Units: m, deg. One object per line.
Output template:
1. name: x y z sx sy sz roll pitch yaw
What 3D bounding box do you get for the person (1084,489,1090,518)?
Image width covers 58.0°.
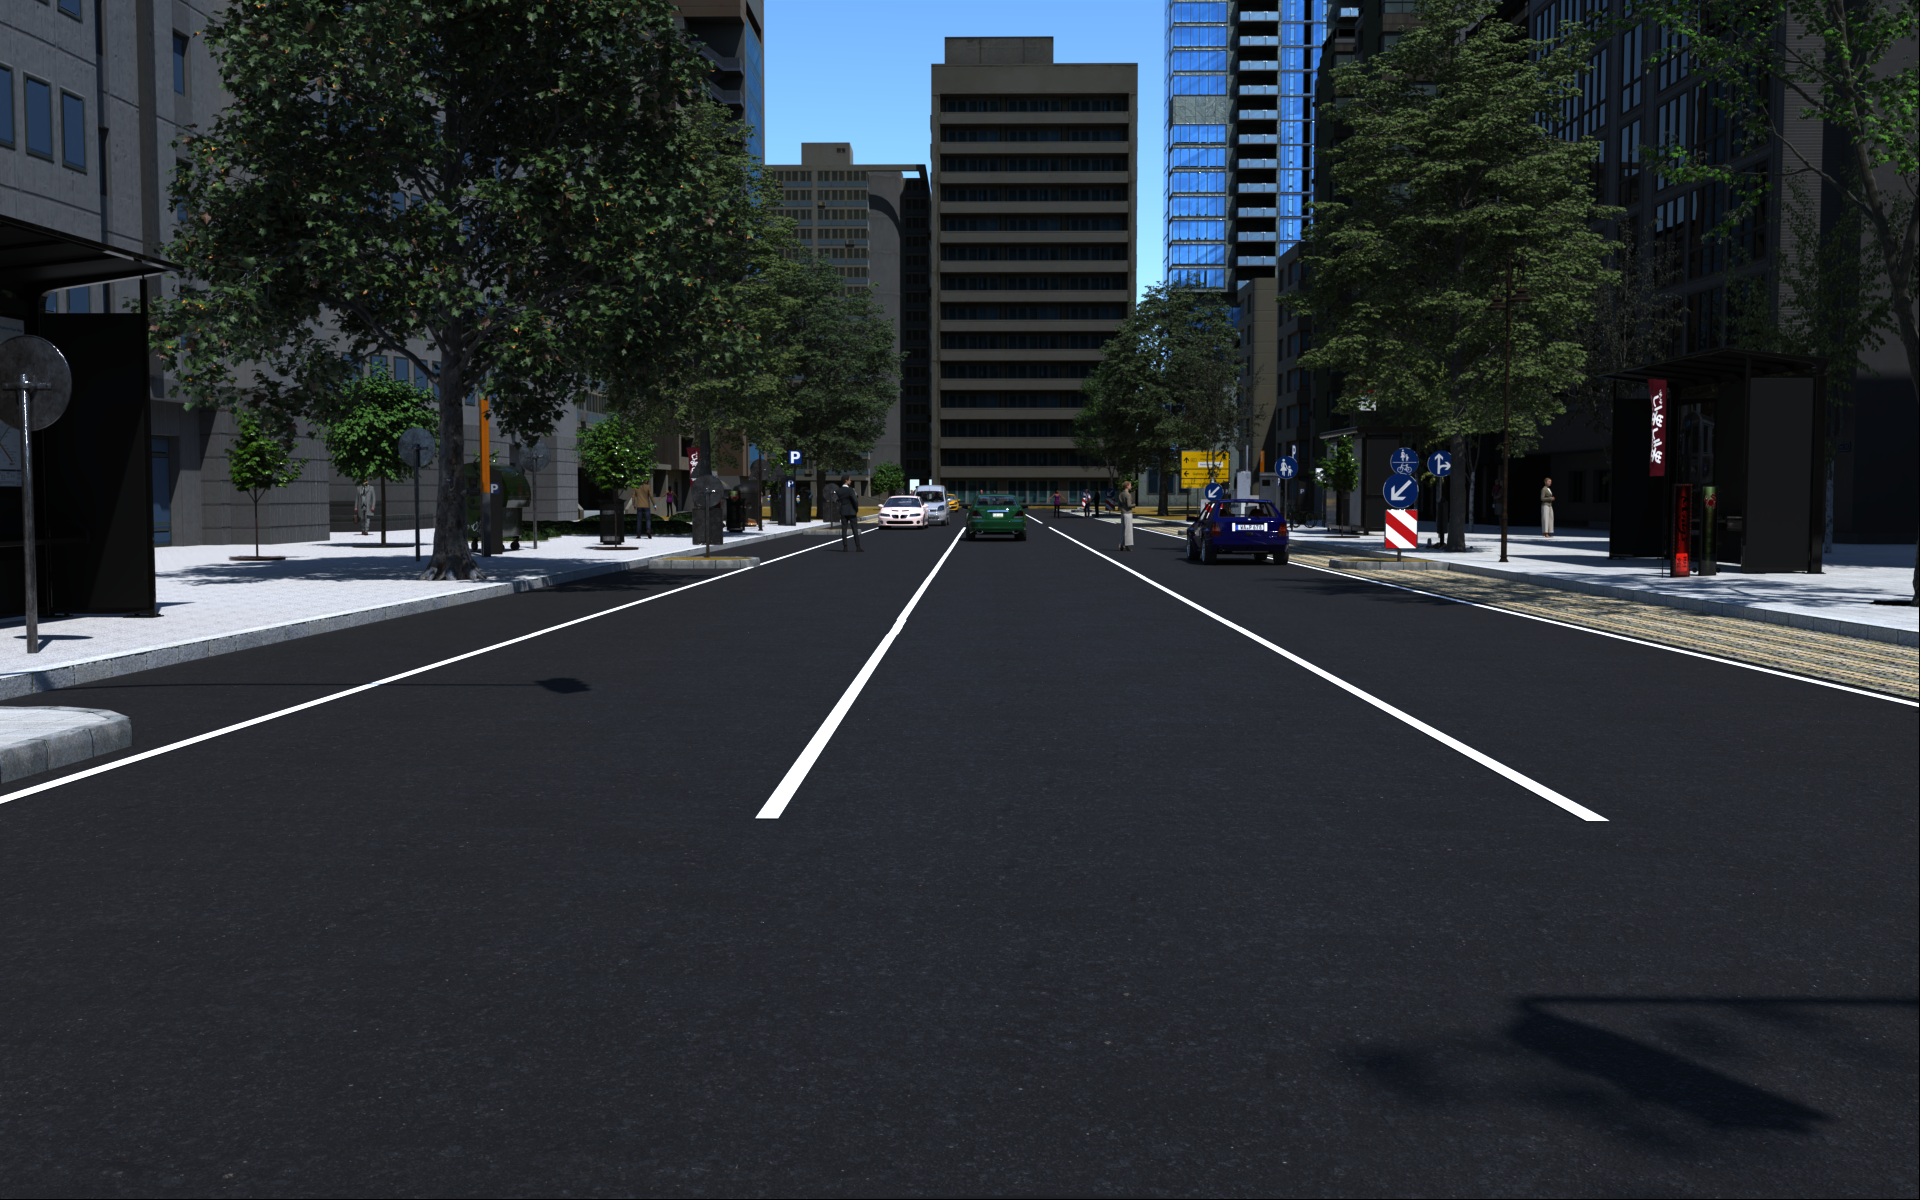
1. person: 7.433 -5.643 101.701 0.436 1.711 0.756 0 4 -1

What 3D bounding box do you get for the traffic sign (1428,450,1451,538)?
1. traffic sign: 14.071 -3.096 50.729 0.768 2.556 0.104 1 4 9

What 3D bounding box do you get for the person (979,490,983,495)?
1. person: 1.705 -7.902 138.242 0.990 1.755 0.434 2 4 35

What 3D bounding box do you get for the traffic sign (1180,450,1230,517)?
1. traffic sign: 11.396 -5.303 80.574 2.265 3.308 0.079 0 4 6

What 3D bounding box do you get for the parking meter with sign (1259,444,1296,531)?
1. parking meter with sign: 10.950 -3.975 61.258 1.738 3.016 0.543 2 4 27

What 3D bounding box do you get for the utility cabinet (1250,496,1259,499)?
1. utility cabinet: 12.738 -3.967 76.015 1.020 1.237 0.306 0 4 -5

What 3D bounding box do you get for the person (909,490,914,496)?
1. person: -3.531 -7.354 129.283 0.434 1.755 0.990 2 4 35

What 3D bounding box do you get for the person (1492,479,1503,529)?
1. person: 19.670 -3.492 63.106 0.580 1.828 0.573 3 5 41

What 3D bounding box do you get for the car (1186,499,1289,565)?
1. car: 5.790 -1.456 36.384 1.945 1.354 3.894 0 4 1

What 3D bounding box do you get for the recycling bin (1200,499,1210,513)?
1. recycling bin: 11.940 -4.336 83.455 0.722 1.027 0.722 1 4 9

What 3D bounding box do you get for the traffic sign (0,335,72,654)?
1. traffic sign: -7.479 -0.843 13.890 0.768 2.556 0.104 0 4 7

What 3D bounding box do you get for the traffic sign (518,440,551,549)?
1. traffic sign: -9.912 -2.461 40.348 0.768 2.556 0.104 0 4 3

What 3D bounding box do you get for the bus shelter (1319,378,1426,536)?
1. bus shelter: 13.290 -4.880 57.419 2.179 5.291 8.768 0 4 1

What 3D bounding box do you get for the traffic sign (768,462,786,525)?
1. traffic sign: -7.460 -4.353 71.182 0.884 2.594 0.081 0 4 3

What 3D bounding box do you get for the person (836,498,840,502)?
1. person: -9.328 -7.725 133.051 1.217 1.736 0.721 1 4 16

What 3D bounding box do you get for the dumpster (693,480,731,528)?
1. dumpster: -9.490 -3.697 66.209 1.264 1.857 1.865 0 4 1

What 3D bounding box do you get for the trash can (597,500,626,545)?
1. trash can: -8.794 -1.965 43.775 0.748 1.137 0.748 0 3 0

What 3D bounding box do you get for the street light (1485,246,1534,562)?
1. street light: 10.249 -3.650 32.471 0.468 5.910 1.993 0 4 1

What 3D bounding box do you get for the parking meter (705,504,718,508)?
1. parking meter: -10.315 -3.899 72.156 0.372 1.533 0.369 0 3 0

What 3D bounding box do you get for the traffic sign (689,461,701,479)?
1. traffic sign: -8.886 -3.642 59.554 0.884 2.594 0.081 0 4 8

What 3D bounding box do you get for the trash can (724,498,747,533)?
1. trash can: -7.484 -2.822 57.795 0.748 1.137 0.748 0 3 0

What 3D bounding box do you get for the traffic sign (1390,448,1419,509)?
1. traffic sign: 12.186 -2.903 47.569 0.768 2.556 0.104 0 4 2

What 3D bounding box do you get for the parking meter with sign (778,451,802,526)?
1. parking meter with sign: -6.953 -4.521 70.184 0.543 3.016 1.738 -2 4 -24

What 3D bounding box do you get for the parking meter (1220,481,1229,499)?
1. parking meter: 12.036 -4.479 78.936 0.255 1.863 0.399 3 5 43

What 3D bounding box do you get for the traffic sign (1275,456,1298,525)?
1. traffic sign: 10.911 -3.539 57.970 0.768 2.556 0.104 0 4 4

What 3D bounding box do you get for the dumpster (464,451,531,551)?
1. dumpster: -10.516 -2.199 38.446 1.502 2.255 1.985 0 4 1

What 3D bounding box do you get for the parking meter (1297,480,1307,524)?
1. parking meter: 14.520 -4.150 73.567 0.399 1.863 0.255 0 3 0

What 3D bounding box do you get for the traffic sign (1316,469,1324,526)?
1. traffic sign: 14.439 -4.082 68.869 0.606 2.300 0.079 1 4 10

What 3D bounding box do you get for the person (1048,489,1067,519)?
1. person: 5.677 -5.614 100.975 1.217 1.739 0.721 -1 4 -16

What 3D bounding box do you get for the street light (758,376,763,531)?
1. street light: -6.978 -5.361 60.447 0.468 5.910 1.993 0 4 1

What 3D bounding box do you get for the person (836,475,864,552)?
1. person: -2.750 -2.153 43.056 0.648 1.900 0.474 1 4 21

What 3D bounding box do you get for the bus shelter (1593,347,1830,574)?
1. bus shelter: 13.169 -2.419 30.835 1.731 3.624 6.357 0 4 1

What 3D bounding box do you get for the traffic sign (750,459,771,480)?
1. traffic sign: -7.239 -3.833 62.781 0.768 2.556 0.104 1 4 8

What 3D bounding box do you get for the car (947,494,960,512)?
1. car: -0.991 -7.699 136.109 2.015 1.641 3.980 0 4 -1

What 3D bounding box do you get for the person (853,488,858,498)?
1. person: -8.494 -7.955 136.844 1.217 1.736 0.721 -3 5 -43

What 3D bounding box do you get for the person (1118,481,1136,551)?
1. person: 4.215 -2.107 43.501 0.362 1.759 0.519 -2 4 -26

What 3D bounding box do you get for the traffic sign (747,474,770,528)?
1. traffic sign: -7.679 -4.043 66.110 0.884 2.594 0.081 0 4 2

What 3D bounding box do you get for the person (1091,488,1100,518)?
1. person: 8.320 -5.946 105.743 0.705 1.821 1.348 2 4 24

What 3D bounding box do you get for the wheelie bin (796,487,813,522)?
1. wheelie bin: -7.047 -4.307 78.333 0.693 1.594 0.980 1 4 18

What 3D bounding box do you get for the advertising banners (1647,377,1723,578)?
1. advertising banners: 11.139 -1.864 26.658 2.074 3.025 0.090 -3 4 -36

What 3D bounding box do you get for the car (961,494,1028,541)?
1. car: 1.110 -2.596 54.236 2.131 1.459 4.920 0 4 -1

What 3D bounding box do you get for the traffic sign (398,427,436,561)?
1. traffic sign: -10.330 -2.008 32.929 0.768 2.556 0.104 1 4 9

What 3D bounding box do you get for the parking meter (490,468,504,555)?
1. parking meter: -9.926 -1.903 36.822 0.399 1.863 0.255 -2 4 -34

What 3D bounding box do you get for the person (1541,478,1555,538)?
1. person: 17.364 -2.724 51.127 0.362 1.759 0.519 3 5 41

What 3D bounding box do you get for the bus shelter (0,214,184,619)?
1. bus shelter: -8.906 -1.445 14.904 1.731 3.624 6.357 0 4 1

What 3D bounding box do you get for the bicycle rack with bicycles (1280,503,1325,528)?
1. bicycle rack with bicycles: 12.698 -3.236 66.284 2.852 0.926 2.925 -2 4 -31

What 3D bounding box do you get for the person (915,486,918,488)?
1. person: -2.241 -5.076 91.124 0.705 1.869 1.348 -1 4 -10

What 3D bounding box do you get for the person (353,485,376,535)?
1. person: -18.586 -2.927 54.000 0.694 1.812 0.767 0 4 -4

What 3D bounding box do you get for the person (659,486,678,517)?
1. person: -16.374 -5.546 97.407 1.217 1.739 0.721 -3 5 -39

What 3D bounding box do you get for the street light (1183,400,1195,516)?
1. street light: 10.968 -6.755 83.232 0.468 5.910 1.993 0 4 1

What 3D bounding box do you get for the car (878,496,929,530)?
1. car: -2.297 -3.604 71.286 2.083 1.381 4.827 0 4 3

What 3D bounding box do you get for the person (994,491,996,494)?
1. person: 3.212 -9.176 159.042 1.217 1.766 0.721 -1 4 -14

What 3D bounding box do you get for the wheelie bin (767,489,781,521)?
1. wheelie bin: -8.545 -4.480 81.160 0.980 1.594 0.693 -1 4 -12

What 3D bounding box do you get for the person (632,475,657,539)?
1. person: -9.051 -2.675 49.689 0.656 1.842 0.836 -2 4 -31

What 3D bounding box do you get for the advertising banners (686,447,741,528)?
1. advertising banners: -9.120 -4.175 64.451 2.074 3.025 0.090 0 4 -5
